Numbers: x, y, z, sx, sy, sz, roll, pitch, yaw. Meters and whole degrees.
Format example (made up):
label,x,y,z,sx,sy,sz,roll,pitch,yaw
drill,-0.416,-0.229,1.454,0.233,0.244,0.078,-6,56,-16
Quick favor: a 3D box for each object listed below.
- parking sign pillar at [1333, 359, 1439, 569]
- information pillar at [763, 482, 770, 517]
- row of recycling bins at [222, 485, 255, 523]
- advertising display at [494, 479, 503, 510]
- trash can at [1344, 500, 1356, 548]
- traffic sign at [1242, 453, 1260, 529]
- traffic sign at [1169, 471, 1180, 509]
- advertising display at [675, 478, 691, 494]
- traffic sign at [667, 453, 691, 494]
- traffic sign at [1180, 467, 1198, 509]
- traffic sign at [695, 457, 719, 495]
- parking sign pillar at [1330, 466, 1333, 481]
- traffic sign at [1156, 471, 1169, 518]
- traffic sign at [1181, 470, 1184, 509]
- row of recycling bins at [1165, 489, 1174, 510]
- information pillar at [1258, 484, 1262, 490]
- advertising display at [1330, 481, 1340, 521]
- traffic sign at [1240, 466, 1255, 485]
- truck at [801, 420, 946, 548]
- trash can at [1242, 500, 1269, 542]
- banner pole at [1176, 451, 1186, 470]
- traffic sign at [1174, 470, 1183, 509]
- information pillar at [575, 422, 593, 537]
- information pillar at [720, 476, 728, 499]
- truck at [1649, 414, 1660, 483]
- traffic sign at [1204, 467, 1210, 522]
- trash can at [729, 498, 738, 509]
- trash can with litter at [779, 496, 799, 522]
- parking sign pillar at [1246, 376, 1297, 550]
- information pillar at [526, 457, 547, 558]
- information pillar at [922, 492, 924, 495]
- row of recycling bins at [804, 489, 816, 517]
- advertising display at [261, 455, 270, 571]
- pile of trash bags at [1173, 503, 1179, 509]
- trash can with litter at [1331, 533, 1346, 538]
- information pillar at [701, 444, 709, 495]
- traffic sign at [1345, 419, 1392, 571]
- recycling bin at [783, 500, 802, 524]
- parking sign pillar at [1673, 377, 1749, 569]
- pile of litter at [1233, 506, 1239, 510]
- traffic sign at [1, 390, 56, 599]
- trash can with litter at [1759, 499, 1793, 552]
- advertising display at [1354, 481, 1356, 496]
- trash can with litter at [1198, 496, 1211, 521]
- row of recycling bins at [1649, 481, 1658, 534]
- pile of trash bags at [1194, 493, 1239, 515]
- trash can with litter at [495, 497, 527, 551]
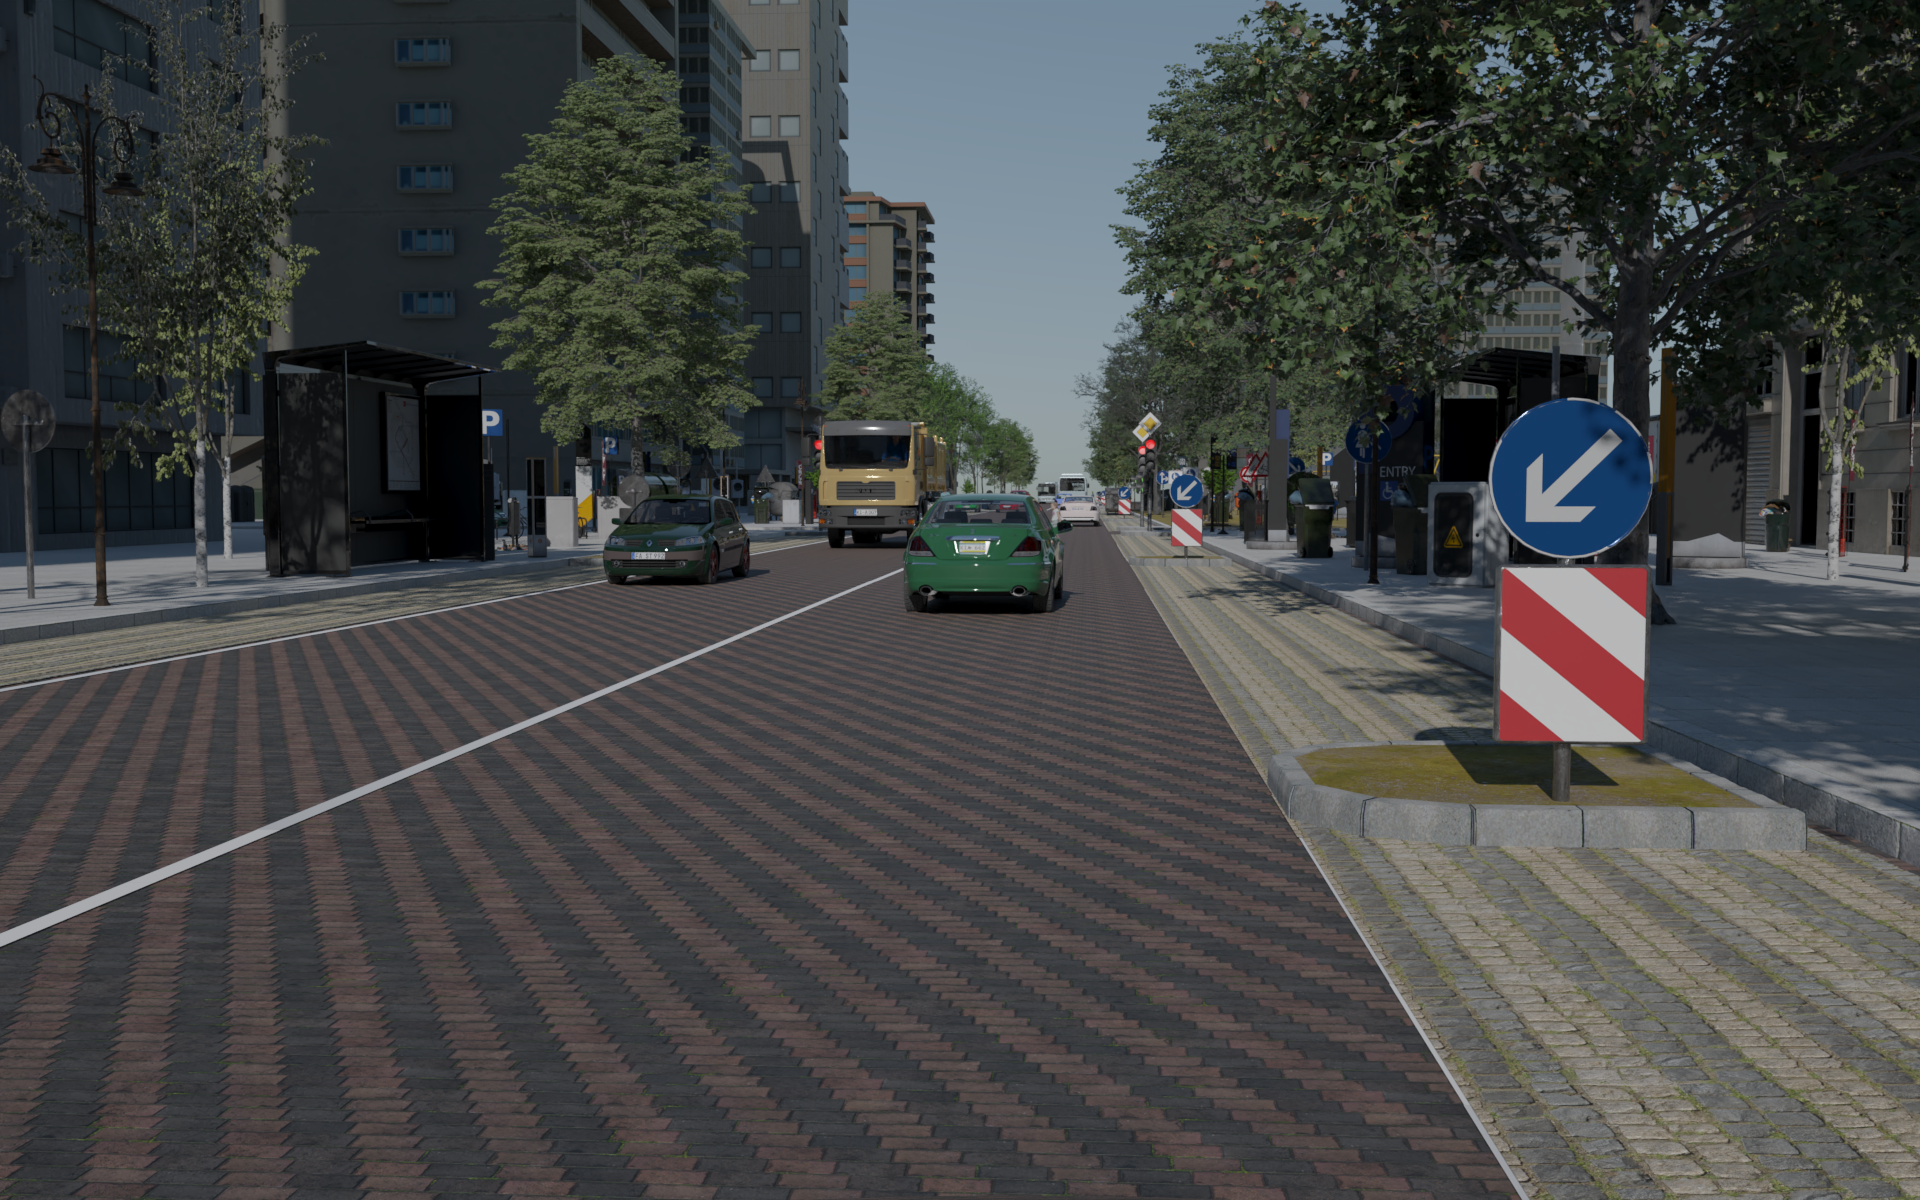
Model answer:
label,x,y,z,sx,sy,sz,roll,pitch,yaw
parking sign pillar,7.591,-2.553,30.217,1.447,3.967,1.447,3,5,44
information pillar,-9.855,-5.117,88.160,0.304,2.012,0.304,1,4,11
row of recycling bins,-33.244,-4.383,78.768,1.069,1.692,3.534,1,4,10
advertising display,-20.710,-4.371,76.675,0.974,1.923,0.123,1,4,16
trash can,9.488,-1.804,41.142,0.748,1.137,0.748,0,3,0
traffic sign,9.312,-3.336,54.550,0.884,2.594,0.081,0,4,8
traffic sign,9.476,-4.530,76.199,0.606,2.300,0.079,1,4,8
advertising display,-11.551,-4.042,71.303,0.974,1.923,0.123,0,4,7
traffic sign,-8.436,-3.167,51.892,0.768,2.556,0.104,1,4,12
traffic sign,8.852,-3.934,66.453,0.606,2.300,0.079,1,4,13
traffic sign,-8.731,-3.654,59.753,0.884,2.594,0.081,1,4,13
parking sign pillar,20.062,-6.260,90.823,1.447,3.967,1.447,3,5,43
traffic sign,11.041,-5.750,94.122,0.768,2.556,0.104,0,4,7
traffic sign,11.813,-5.607,91.776,0.768,2.556,0.104,1,4,11
row of recycling bins,16.618,-8.005,138.002,1.069,1.692,3.534,1,4,9
information pillar,22.664,-7.755,131.281,0.304,2.012,0.304,-2,4,-30
advertising display,18.014,-4.832,84.214,0.123,1.923,0.974,-3,5,-41
traffic sign,13.002,-4.776,78.186,0.768,2.556,0.104,0,4,8
truck,-2.083,-3.204,48.307,3.469,3.379,9.791,0,4,5
trash can,7.561,-1.993,44.235,0.748,1.137,0.748,0,3,0
banner pole,12.878,-6.811,101.379,0.863,3.779,0.401,-2,4,-27
traffic sign,11.398,-5.550,90.841,0.768,2.556,0.104,0,4,7
information pillar,-11.228,-3.689,51.670,0.504,3.616,0.183,0,4,2
information pillar,-9.718,-4.092,71.403,0.304,2.012,0.304,-1,4,-12
truck,30.160,-4.459,61.824,11.283,4.237,2.839,0,4,3
traffic sign,11.612,-4.935,80.801,0.768,2.556,0.104,1,4,13
trash can,-7.702,-2.781,57.117,0.748,1.137,0.748,0,3,0
trash can with litter,-7.874,-4.180,79.733,1.055,1.170,0.624,2,4,32
parking sign pillar,7.405,-3.169,40.290,1.447,3.967,1.447,1,4,11
information pillar,-8.545,-1.863,34.958,0.304,2.012,0.304,-3,4,-37
information pillar,-2.655,-7.804,118.955,0.183,3.616,0.504,-3,5,-44
row of recycling bins,-7.189,-5.557,97.975,3.534,1.692,1.069,1,4,11
advertising display,-11.723,-1.476,29.351,0.123,1.923,0.974,-1,4,-19
pile of trash bags,18.197,-7.594,133.921,3.447,1.369,1.912,-2,4,-31
trash can with litter,11.371,-2.409,50.447,2.233,1.210,1.678,-1,4,-23
information pillar,-11.919,-5.475,80.871,0.183,3.616,0.504,-3,5,-45
traffic sign,6.806,-1.764,28.944,0.768,2.556,0.104,1,4,9
recycling bin,-7.156,-3.755,73.954,0.722,1.027,0.722,0,4,5
parking sign pillar,13.033,-2.556,30.267,1.447,3.967,1.447,2,4,32
pile of litter,21.845,-7.527,137.034,1.176,0.858,1.719,0,4,8
traffic sign,-11.383,-1.287,21.151,0.768,2.556,0.104,1,4,12
trash can with litter,18.157,-1.659,38.513,0.624,1.170,1.055,2,4,31
advertising display,20.391,-5.038,87.588,0.974,1.923,0.123,-1,4,-11
trash can with litter,12.954,-5.062,93.819,1.678,1.210,2.233,-1,4,-20
row of recycling bins,21.252,-3.000,56.166,3.534,1.692,1.069,1,4,22
pile of trash bags,15.804,-5.931,106.726,3.447,1.369,1.912,0,4,-6
trash can with litter,-10.456,-1.769,39.986,1.678,1.210,2.233,0,4,-5
